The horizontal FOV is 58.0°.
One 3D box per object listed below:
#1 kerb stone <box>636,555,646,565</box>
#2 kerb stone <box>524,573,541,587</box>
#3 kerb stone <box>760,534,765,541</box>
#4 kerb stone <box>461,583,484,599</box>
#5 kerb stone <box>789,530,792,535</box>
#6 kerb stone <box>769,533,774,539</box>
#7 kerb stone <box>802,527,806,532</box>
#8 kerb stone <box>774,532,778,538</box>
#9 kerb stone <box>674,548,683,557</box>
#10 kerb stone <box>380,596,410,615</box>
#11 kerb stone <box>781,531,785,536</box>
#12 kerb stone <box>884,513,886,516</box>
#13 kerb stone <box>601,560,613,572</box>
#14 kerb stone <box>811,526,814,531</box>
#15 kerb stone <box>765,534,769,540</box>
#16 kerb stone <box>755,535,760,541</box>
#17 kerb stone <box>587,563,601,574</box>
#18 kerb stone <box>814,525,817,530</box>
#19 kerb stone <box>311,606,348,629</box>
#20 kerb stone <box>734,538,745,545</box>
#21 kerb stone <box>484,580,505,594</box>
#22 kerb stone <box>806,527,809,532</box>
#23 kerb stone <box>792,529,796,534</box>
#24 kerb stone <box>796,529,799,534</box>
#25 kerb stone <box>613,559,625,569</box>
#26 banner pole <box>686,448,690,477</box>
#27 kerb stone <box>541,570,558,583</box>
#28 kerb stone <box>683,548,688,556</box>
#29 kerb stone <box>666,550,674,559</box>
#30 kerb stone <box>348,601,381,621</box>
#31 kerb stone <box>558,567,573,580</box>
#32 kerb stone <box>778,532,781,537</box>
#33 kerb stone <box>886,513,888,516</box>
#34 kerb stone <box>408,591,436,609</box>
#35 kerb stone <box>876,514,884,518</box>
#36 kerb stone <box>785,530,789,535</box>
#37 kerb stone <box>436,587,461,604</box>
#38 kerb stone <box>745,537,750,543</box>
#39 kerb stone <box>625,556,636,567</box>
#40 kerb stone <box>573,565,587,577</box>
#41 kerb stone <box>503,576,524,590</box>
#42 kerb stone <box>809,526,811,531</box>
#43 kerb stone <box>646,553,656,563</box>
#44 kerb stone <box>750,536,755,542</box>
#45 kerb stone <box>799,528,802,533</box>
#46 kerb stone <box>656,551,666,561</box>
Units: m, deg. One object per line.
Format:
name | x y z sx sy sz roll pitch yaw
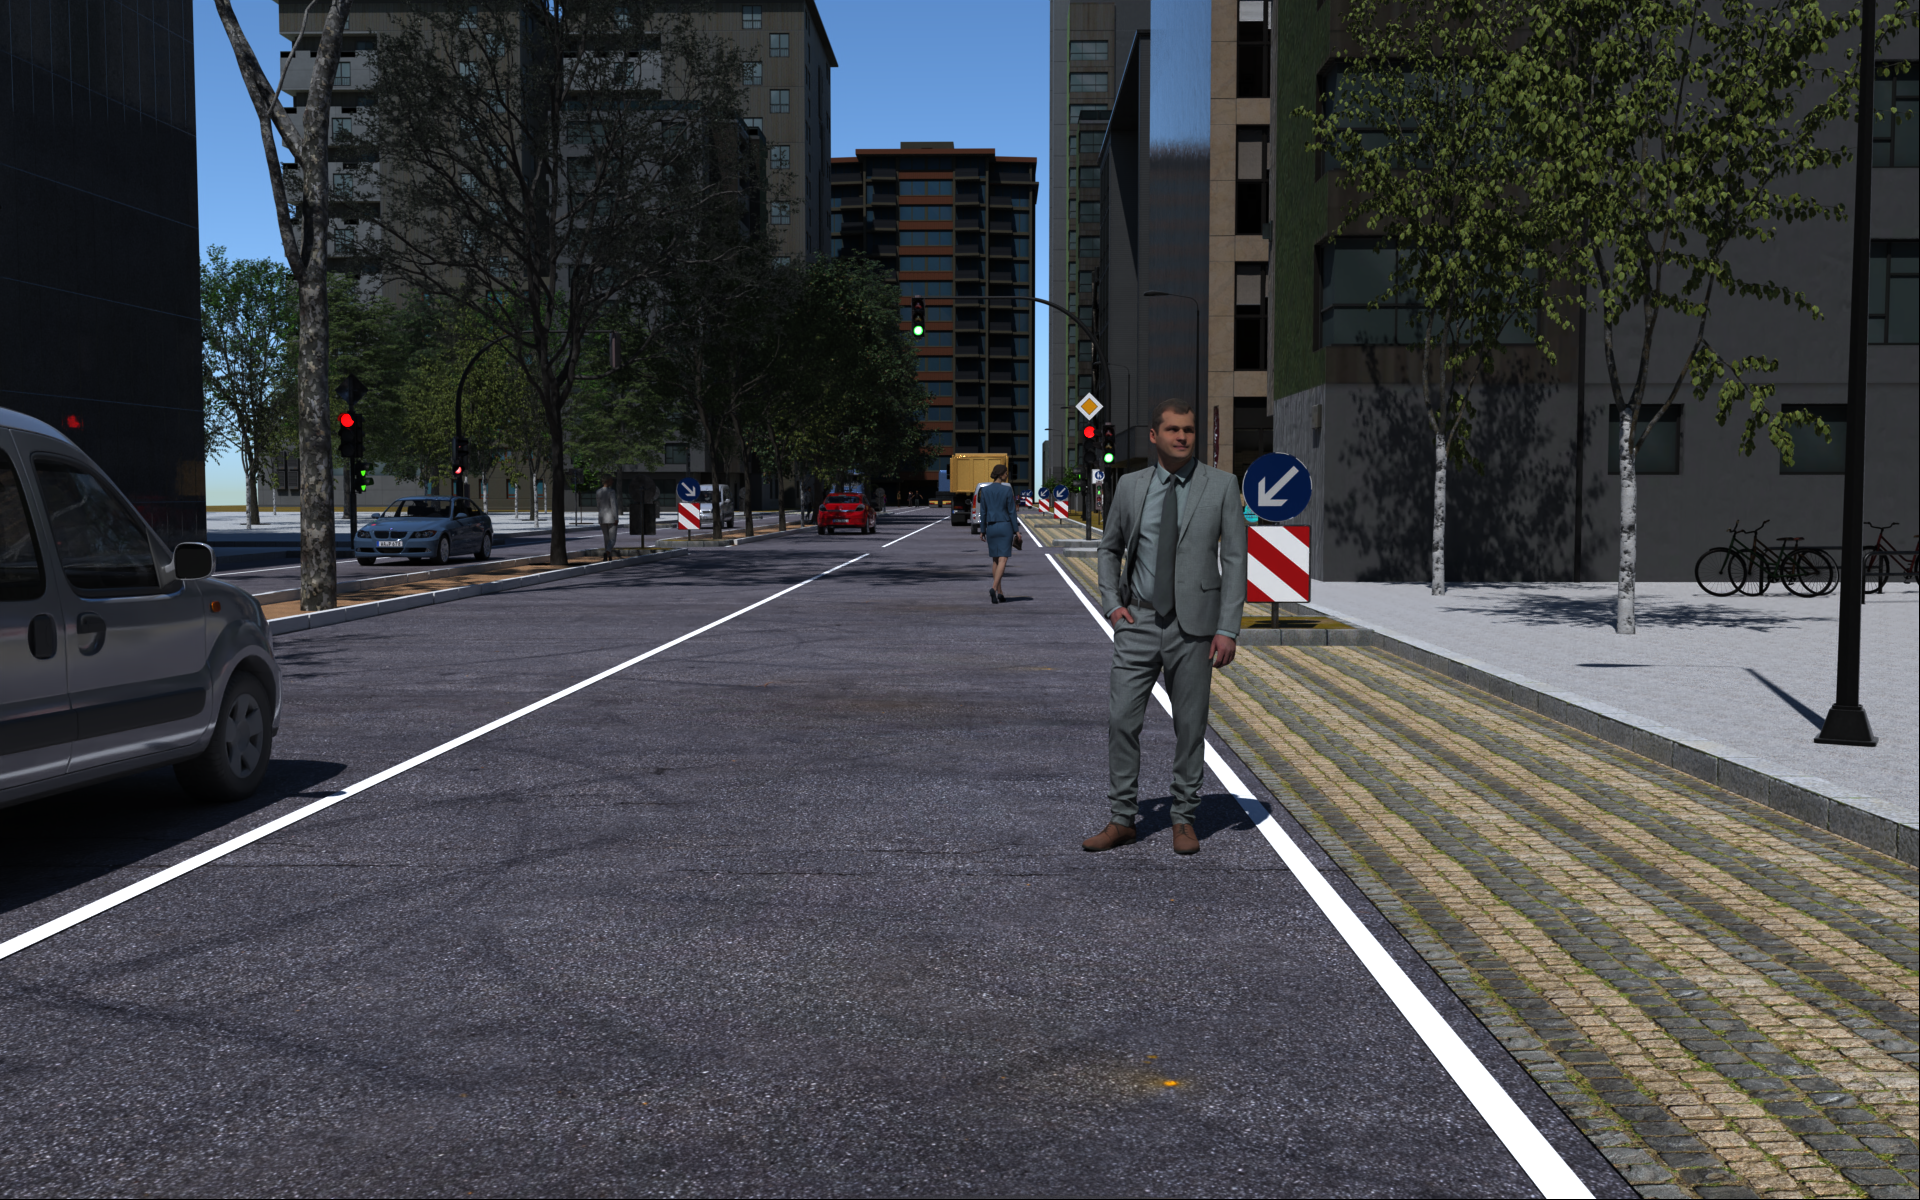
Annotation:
kerb stone | -6.613 -0.802 35.306 0.120 0.150 1.000 0 4 1
kerb stone | -6.789 -0.296 27.127 0.120 0.150 1.000 0 4 1
kerb stone | -6.212 -1.903 53.314 0.120 0.150 1.000 0 4 1
kerb stone | -6.861 -0.114 24.052 0.120 0.150 1.000 0 4 1
kerb stone | -6.057 -2.341 60.485 0.120 0.150 1.000 0 4 1
kerb stone | -6.162 -2.028 55.359 0.120 0.150 1.000 0 4 1
kerb stone | -5.967 -2.587 64.580 0.120 0.150 1.000 0 4 1
kerb stone | -6.145 -2.091 56.389 0.120 0.150 1.000 0 4 1
kerb stone | -6.518 -1.048 39.399 0.120 0.150 1.000 0 4 1
kerb stone | -6.922 0.075 20.973 0.120 0.150 1.000 0 4 1
kerb stone | -6.098 -2.217 58.441 0.120 0.150 1.000 0 4 1
kerb stone | -4.970 -5.353 109.711 0.120 0.150 1.000 0 4 1
kerb stone | -6.677 -0.614 32.237 0.120 0.150 1.000 0 4 1
kerb stone | -5.901 -2.781 67.658 0.120 0.150 1.000 0 4 1
kerb stone | -6.189 -1.966 54.336 0.120 0.150 1.000 0 4 1
kerb stone | -6.239 -1.840 52.288 0.120 0.150 1.000 0 4 1
kerb stone | -6.694 -0.550 31.215 0.120 0.150 1.000 0 4 1
kerb stone | -5.881 -2.843 68.683 0.120 0.150 1.000 0 4 1
kerb stone | -6.961 0.200 18.922 0.120 0.150 1.000 0 4 1
kerb stone | -6.310 -1.652 49.201 0.120 0.150 1.000 0 4 1
kerb stone | -6.836 -0.166 25.081 0.120 0.150 1.000 0 4 1
kerb stone | -5.947 -2.656 65.614 0.120 0.150 1.000 0 4 1
kerb stone | -6.027 -2.404 61.509 0.120 0.150 1.000 0 4 1
kerb stone | -6.008 -2.467 62.531 0.120 0.150 1.000 0 4 1
kerb stone | -6.654 -0.677 33.258 0.120 0.150 1.000 0 4 1
banner pole | -14.638 -6.319 93.333 0.401 3.779 0.863 0 4 8
kerb stone | -6.765 -0.364 28.148 0.120 0.150 1.000 0 4 1
kerb stone | -6.495 -1.115 40.420 0.120 0.150 1.000 0 4 1
kerb stone | -6.544 -0.989 38.373 0.120 0.150 1.000 0 4 1
kerb stone | -6.941 0.138 19.944 0.120 0.150 1.000 0 4 1
kerb stone | -6.749 -0.427 29.170 0.120 0.150 1.000 0 4 1
kerb stone | -6.124 -2.154 57.414 0.120 0.150 1.000 0 4 1
kerb stone | -4.931 -5.478 111.756 0.120 0.150 1.000 0 4 1
kerb stone | -6.915 0.012 22.000 0.120 0.150 1.000 0 4 1
kerb stone | -4.994 -5.290 108.687 0.120 0.150 1.000 0 4 1
kerb stone | -6.076 -2.279 59.463 0.120 0.150 1.000 0 4 1
kerb stone | -6.879 -0.051 23.026 0.120 0.150 1.000 0 4 1
kerb stone | -6.284 -1.715 50.232 0.120 0.150 1.000 0 4 1
kerb stone | -6.634 -0.732 34.280 0.120 0.150 1.000 0 4 1
kerb stone | -6.728 -0.489 30.192 0.120 0.150 1.000 0 4 1
kerb stone | -6.812 -0.237 26.104 0.120 0.150 1.000 0 4 1
kerb stone | -5.926 -2.716 66.636 0.120 0.150 1.000 0 4 1
kerb stone | -6.584 -0.864 36.327 0.120 0.150 1.000 0 4 1
kerb stone | -6.266 -1.777 51.257 0.120 0.150 1.000 0 4 1
kerb stone | -5.995 -2.530 63.555 0.120 0.150 1.000 0 4 1
kerb stone | -6.562 -0.926 37.351 0.120 0.150 1.000 0 4 1
